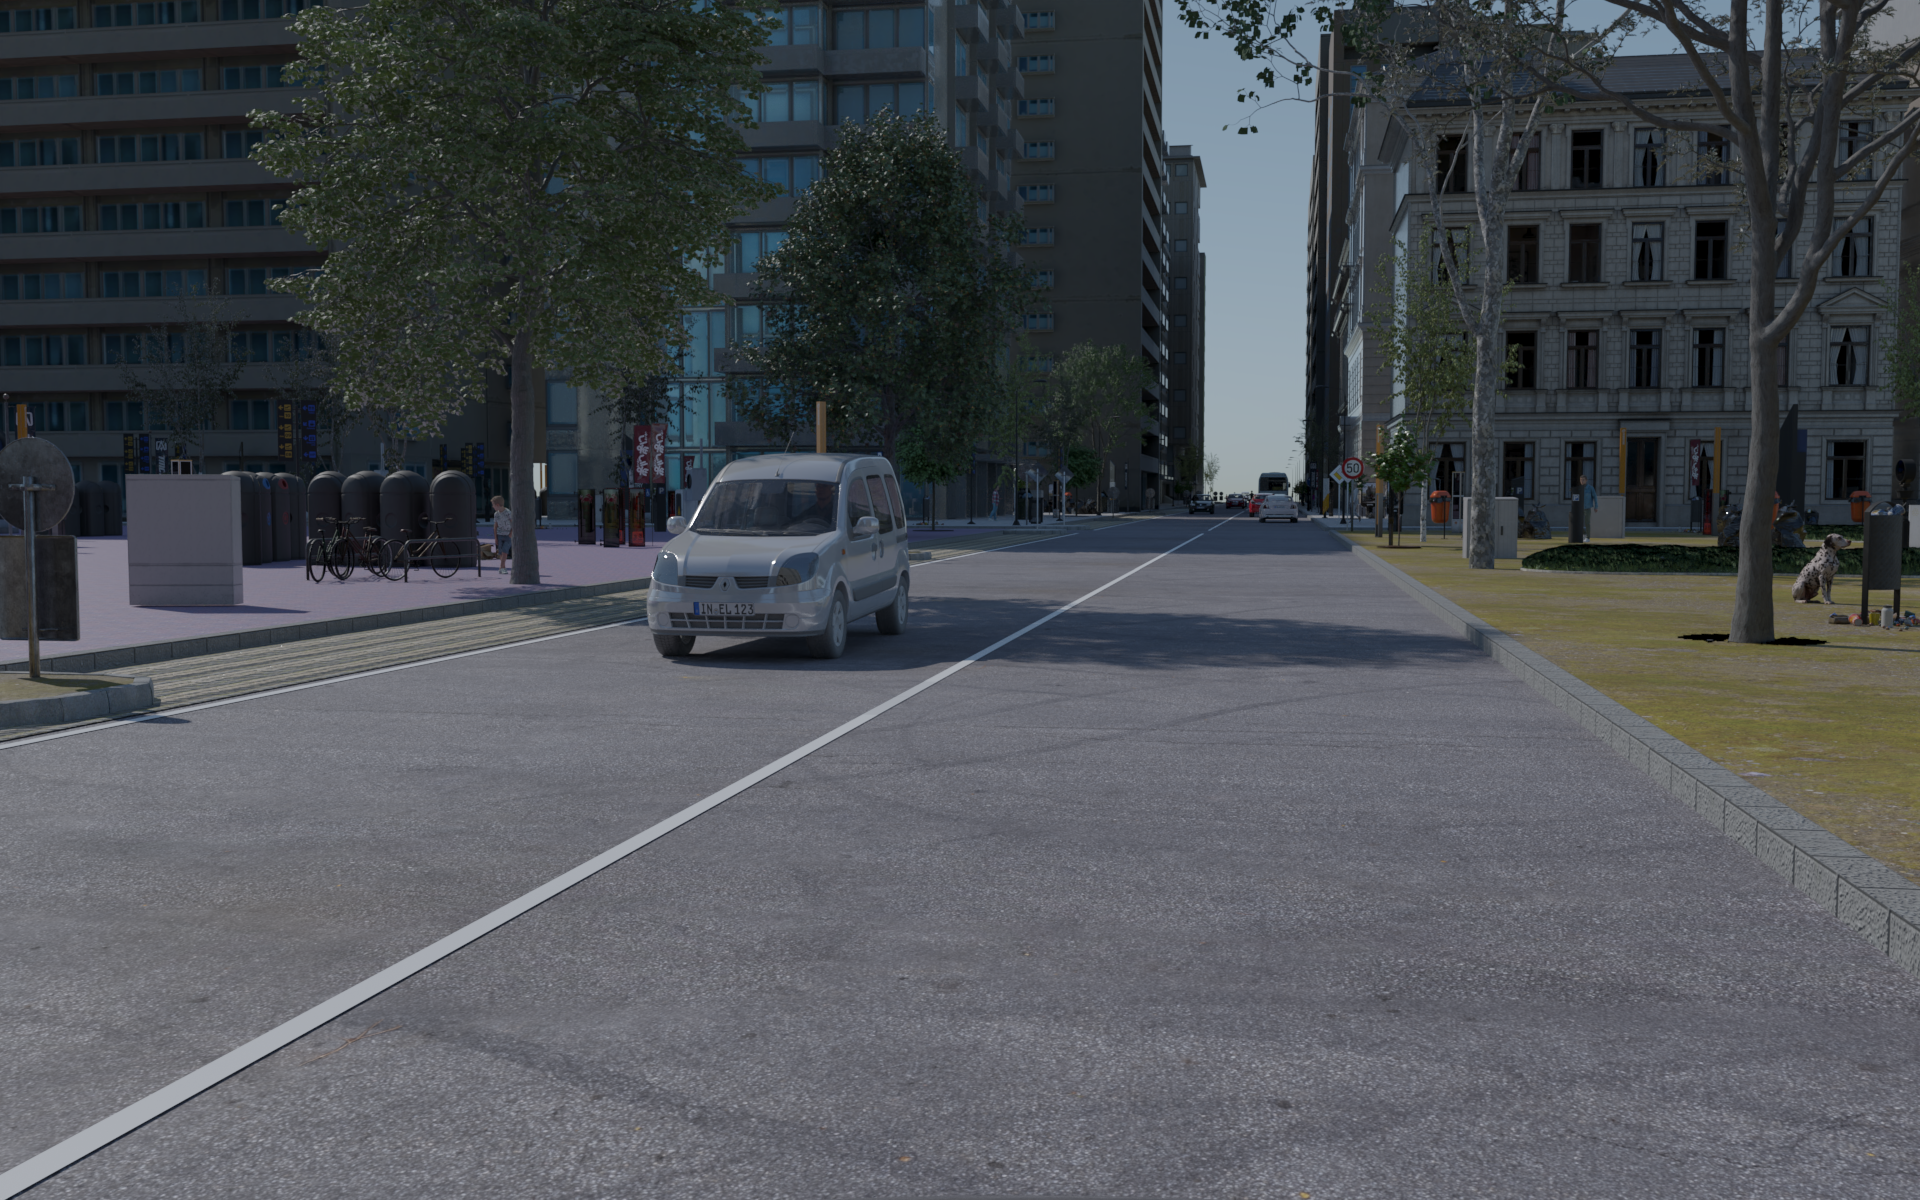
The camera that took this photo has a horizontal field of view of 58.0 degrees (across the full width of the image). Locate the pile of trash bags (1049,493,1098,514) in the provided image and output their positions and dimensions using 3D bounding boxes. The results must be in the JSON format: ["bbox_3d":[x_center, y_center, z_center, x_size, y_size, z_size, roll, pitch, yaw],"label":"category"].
[{"bbox_3d":[7.428,-6.148,110.270,1.912,1.369,3.447,-1,4,-21],"label":"pile of trash bags"}]

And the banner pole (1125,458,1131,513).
[{"bbox_3d":[11.559,-7.948,119.965,0.401,3.779,0.863,-1,4,-16],"label":"banner pole"}]

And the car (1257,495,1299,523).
[{"bbox_3d":[16.087,-4.598,87.546,2.083,1.381,4.827,1,4,8],"label":"car"}]

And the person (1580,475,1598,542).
[{"bbox_3d":[16.685,-2.435,46.193,0.444,1.785,0.601,-2,4,-34],"label":"person"}]

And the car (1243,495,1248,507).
[{"bbox_3d":[30.472,-10.795,189.072,1.945,1.354,3.894,1,4,9],"label":"car"}]

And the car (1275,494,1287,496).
[{"bbox_3d":[23.454,-7.194,127.403,2.009,1.686,4.222,1,4,11],"label":"car"}]

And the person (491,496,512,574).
[{"bbox_3d":[-7.314,-1.042,27.771,0.352,1.250,0.332,-3,4,-39],"label":"person"}]

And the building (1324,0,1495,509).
[{"bbox_3d":[40.572,-31.036,157.545,14.600,45.320,14.200,1,4,10],"label":"building"}]

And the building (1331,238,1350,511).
[{"bbox_3d":[34.595,-17.532,128.450,13.314,21.916,24.055,1,4,10],"label":"building"}]

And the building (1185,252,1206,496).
[{"bbox_3d":[33.121,-36.853,286.141,14.154,41.232,14.086,1,4,10],"label":"building"}]

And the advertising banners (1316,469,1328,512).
[{"bbox_3d":[25.445,-7.664,121.498,0.090,3.025,2.074,-2,4,-25],"label":"advertising banners"}]

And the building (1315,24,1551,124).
[{"bbox_3d":[46.655,-33.688,174.503,21.300,48.544,21.600,1,4,10],"label":"building"}]

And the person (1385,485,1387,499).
[{"bbox_3d":[23.546,-5.459,95.410,0.853,1.813,0.709,2,4,32],"label":"person"}]

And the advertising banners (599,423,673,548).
[{"bbox_3d":[-7.893,-2.807,42.085,0.090,3.025,2.074,3,5,42],"label":"advertising banners"}]

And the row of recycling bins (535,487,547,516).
[{"bbox_3d":[-25.746,-5.806,102.037,3.534,1.692,1.069,-1,4,-9],"label":"row of recycling bins"}]

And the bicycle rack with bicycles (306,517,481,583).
[{"bbox_3d":[-8.735,-0.779,26.113,2.852,0.926,2.925,1,4,21],"label":"bicycle rack with bicycles"}]

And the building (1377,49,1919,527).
[{"bbox_3d":[27.240,-12.627,71.087,19.286,19.102,10.561,1,4,10],"label":"building"}]

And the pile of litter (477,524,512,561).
[{"bbox_3d":[-9.271,-1.245,34.313,1.176,0.858,1.719,1,4,22],"label":"pile of litter"}]

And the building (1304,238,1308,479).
[{"bbox_3d":[67.420,-40.435,280.712,23.786,49.044,30.456,1,4,10],"label":"building"}]

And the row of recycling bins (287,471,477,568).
[{"bbox_3d":[-10.166,-1.455,30.908,3.534,1.692,1.069,1,4,22],"label":"row of recycling bins"}]

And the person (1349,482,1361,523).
[{"bbox_3d":[17.809,-4.406,77.967,0.818,1.842,0.514,-2,4,-26],"label":"person"}]

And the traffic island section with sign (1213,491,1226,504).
[{"bbox_3d":[41.750,-16.367,276.227,1.989,1.847,2.006,1,4,10],"label":"traffic island section with sign"}]

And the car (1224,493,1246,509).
[{"bbox_3d":[26.885,-9.792,169.140,2.155,1.783,4.494,1,4,9],"label":"car"}]

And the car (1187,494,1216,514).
[{"bbox_3d":[17.274,-6.967,123.704,2.009,1.686,4.222,1,4,10],"label":"car"}]

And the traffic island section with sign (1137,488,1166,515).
[{"bbox_3d":[13.125,-6.757,119.102,1.989,1.847,2.006,1,4,10],"label":"traffic island section with sign"}]

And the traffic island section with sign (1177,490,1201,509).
[{"bbox_3d":[22.105,-9.778,168.496,1.989,1.847,2.006,1,4,10],"label":"traffic island section with sign"}]

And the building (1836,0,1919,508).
[{"bbox_3d":[49.528,-16.608,68.806,25.104,27.353,12.463,1,4,10],"label":"building"}]

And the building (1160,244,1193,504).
[{"bbox_3d":[16.251,-33.648,242.025,32.217,40.220,23.993,1,4,10],"label":"building"}]

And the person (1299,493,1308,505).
[{"bbox_3d":[41.528,-12.444,209.522,1.348,1.821,0.705,-1,4,-19],"label":"person"}]

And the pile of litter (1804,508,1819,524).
[{"bbox_3d":[27.113,-2.488,54.642,1.176,0.858,1.719,2,4,25],"label":"pile of litter"}]

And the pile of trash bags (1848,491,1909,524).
[{"bbox_3d":[27.862,-2.502,50.664,3.447,1.369,1.912,1,4,12],"label":"pile of trash bags"}]

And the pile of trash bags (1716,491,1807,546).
[{"bbox_3d":[17.852,-1.756,38.455,1.912,1.369,3.447,2,4,28],"label":"pile of trash bags"}]

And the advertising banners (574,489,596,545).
[{"bbox_3d":[-8.754,-2.916,43.860,2.074,3.025,0.090,0,4,5],"label":"advertising banners"}]

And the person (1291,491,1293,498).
[{"bbox_3d":[53.291,-16.614,277.823,0.705,1.807,1.348,1,4,9],"label":"person"}]

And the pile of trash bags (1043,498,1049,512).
[{"bbox_3d":[6.349,-6.787,120.714,1.912,1.369,3.447,0,4,-6],"label":"pile of trash bags"}]

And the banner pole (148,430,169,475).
[{"bbox_3d":[-31.353,-4.751,67.696,0.863,3.779,0.401,-2,4,-26],"label":"banner pole"}]

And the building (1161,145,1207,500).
[{"bbox_3d":[22.858,-41.426,266.560,28.713,52.752,27.495,1,4,10],"label":"building"}]

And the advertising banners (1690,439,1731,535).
[{"bbox_3d":[23.460,-3.549,54.208,0.090,3.025,2.074,-1,4,-11],"label":"advertising banners"}]

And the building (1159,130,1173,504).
[{"bbox_3d":[12.755,-35.689,203.125,23.786,49.044,30.456,1,4,10],"label":"building"}]

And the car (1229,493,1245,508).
[{"bbox_3d":[27.901,-10.107,174.835,1.945,1.707,3.694,1,4,12],"label":"car"}]

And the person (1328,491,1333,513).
[{"bbox_3d":[24.702,-6.742,116.236,0.622,1.834,0.822,-1,4,-8],"label":"person"}]

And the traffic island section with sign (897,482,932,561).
[{"bbox_3d":[-1.683,-1.790,37.891,1.989,1.847,2.006,1,4,10],"label":"traffic island section with sign"}]

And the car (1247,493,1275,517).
[{"bbox_3d":[18.947,-6.038,107.766,2.155,1.783,4.494,1,4,11],"label":"car"}]

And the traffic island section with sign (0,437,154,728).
[{"bbox_3d":[-6.509,-0.168,11.369,1.989,1.847,2.006,1,4,10],"label":"traffic island section with sign"}]

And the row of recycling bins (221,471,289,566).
[{"bbox_3d":[-13.185,-1.554,32.528,1.069,1.692,3.534,0,4,-4],"label":"row of recycling bins"}]

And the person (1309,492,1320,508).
[{"bbox_3d":[31.576,-8.882,154.488,0.991,1.433,0.599,1,4,13],"label":"person"}]

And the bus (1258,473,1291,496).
[{"bbox_3d":[28.159,-9.816,155.357,2.948,3.499,13.247,1,4,11],"label":"bus"}]

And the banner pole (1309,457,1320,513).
[{"bbox_3d":[24.189,-7.818,117.838,0.863,3.779,0.401,0,4,3],"label":"banner pole"}]

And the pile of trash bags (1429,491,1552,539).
[{"bbox_3d":[15.115,-2.450,49.805,3.447,1.369,1.912,-1,4,-12],"label":"pile of trash bags"}]

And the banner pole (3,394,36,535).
[{"bbox_3d":[-23.677,-3.276,43.577,0.863,3.779,0.401,-2,4,-24],"label":"banner pole"}]

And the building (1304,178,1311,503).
[{"bbox_3d":[57.954,-37.286,233.327,21.300,48.544,21.600,1,4,10],"label":"building"}]

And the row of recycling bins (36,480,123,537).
[{"bbox_3d":[-26.638,-2.753,52.121,1.069,1.692,3.534,1,4,16],"label":"row of recycling bins"}]

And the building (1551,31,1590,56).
[{"bbox_3d":[55.263,-37.216,197.715,28.713,52.752,27.495,1,4,10],"label":"building"}]

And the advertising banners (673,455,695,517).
[{"bbox_3d":[-13.006,-5.022,78.304,2.074,3.025,0.090,-1,4,-9],"label":"advertising banners"}]

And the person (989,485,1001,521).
[{"bbox_3d":[1.650,-4.603,82.146,0.643,1.720,0.563,0,4,-5],"label":"person"}]

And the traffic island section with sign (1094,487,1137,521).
[{"bbox_3d":[8.175,-5.100,92.008,1.989,1.847,2.006,1,4,10],"label":"traffic island section with sign"}]
